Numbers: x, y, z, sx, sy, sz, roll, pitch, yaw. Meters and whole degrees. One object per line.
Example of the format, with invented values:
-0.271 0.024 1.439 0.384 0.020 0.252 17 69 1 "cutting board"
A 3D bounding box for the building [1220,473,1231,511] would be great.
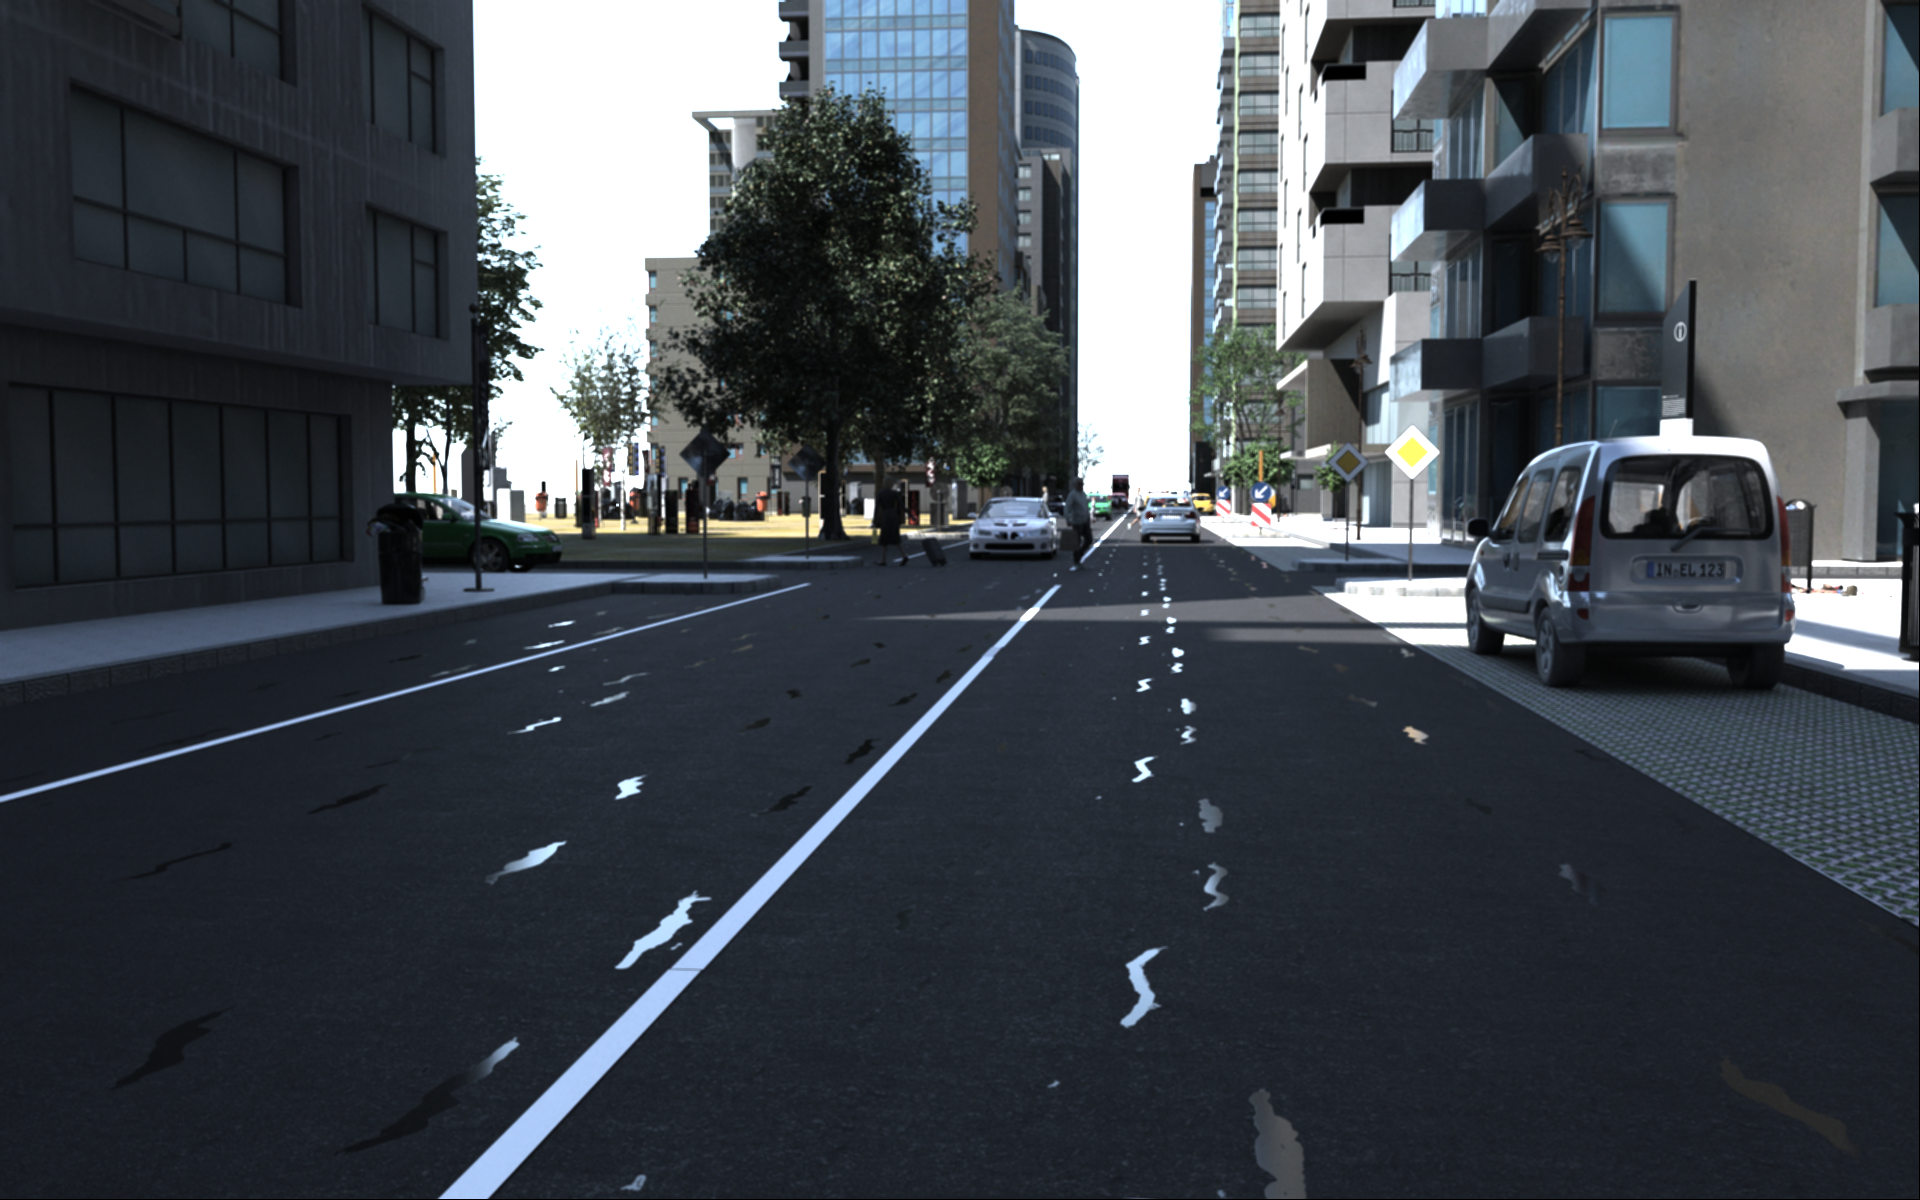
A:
37.462 -27.297 138.187 32.217 40.220 23.993 0 4 6 "building"

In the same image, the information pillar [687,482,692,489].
-16.859 -6.346 108.254 0.304 2.012 0.304 1 4 13 "information pillar"

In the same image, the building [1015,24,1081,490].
4.114 -41.491 220.382 21.231 58.520 28.212 0 4 6 "building"

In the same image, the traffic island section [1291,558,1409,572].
7.435 -0.668 33.199 2.009 0.180 2.903 0 4 6 "traffic island section"

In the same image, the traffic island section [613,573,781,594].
-3.899 -0.251 26.385 2.009 0.180 2.903 0 4 6 "traffic island section"

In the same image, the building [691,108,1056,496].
-7.096 -29.005 166.114 32.217 40.220 23.993 0 4 6 "building"

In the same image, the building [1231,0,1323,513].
26.023 -26.708 120.268 14.154 41.232 14.086 0 4 6 "building"

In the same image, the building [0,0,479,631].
-14.332 -20.635 20.970 14.086 41.232 14.154 0 4 6 "building"

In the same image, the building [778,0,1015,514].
-3.727 -28.521 116.428 14.600 45.320 14.200 0 4 6 "building"

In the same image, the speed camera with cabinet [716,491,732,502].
-14.167 -6.483 100.336 2.038 3.252 0.660 -3 5 -44 "speed camera with cabinet"

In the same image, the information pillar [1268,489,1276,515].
18.975 -6.981 105.487 0.504 3.616 0.183 0 4 -8 "information pillar"

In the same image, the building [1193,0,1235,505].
39.382 -54.495 203.661 22.319 86.520 31.000 0 4 6 "building"

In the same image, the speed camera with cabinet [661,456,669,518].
-15.302 -5.835 89.742 0.660 3.252 2.038 0 4 1 "speed camera with cabinet"

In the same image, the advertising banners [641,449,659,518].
-11.987 -4.435 68.700 0.090 3.025 2.074 2 4 29 "advertising banners"

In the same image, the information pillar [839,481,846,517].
-6.572 -5.651 96.886 0.304 2.012 0.304 -2 4 -29 "information pillar"

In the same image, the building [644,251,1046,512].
-7.722 -18.003 139.385 27.650 21.520 28.899 0 4 6 "building"

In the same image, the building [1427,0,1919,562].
25.850 -25.722 40.163 30.456 49.044 23.786 0 4 6 "building"

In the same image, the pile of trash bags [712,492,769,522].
-9.912 -4.378 81.333 1.912 1.369 3.447 -2 4 -34 "pile of trash bags"

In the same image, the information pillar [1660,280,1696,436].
7.954 -1.704 19.219 0.183 3.616 0.504 -1 4 -12 "information pillar"

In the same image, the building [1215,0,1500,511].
35.884 -33.418 166.000 23.786 49.044 30.456 0 4 6 "building"

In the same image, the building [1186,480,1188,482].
44.815 -38.515 249.324 23.786 49.044 30.456 0 4 6 "building"

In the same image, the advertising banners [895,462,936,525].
-1.932 -4.595 71.324 2.074 3.025 0.090 0 4 -1 "advertising banners"

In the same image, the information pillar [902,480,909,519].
-2.819 -5.205 89.592 0.304 2.012 0.304 2 4 25 "information pillar"

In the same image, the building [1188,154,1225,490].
37.329 -35.334 227.825 14.600 45.320 14.200 0 4 6 "building"

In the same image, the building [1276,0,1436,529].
28.347 -29.679 74.484 28.713 52.752 27.495 0 4 6 "building"

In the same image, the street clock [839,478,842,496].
-5.426 -4.427 76.950 0.358 2.002 0.471 -1 4 -18 "street clock"

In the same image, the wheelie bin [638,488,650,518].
-17.042 -5.250 93.742 0.980 1.594 0.693 -1 4 -20 "wheelie bin"

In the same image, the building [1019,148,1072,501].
5.561 -31.555 199.525 14.154 41.232 14.086 0 4 6 "building"

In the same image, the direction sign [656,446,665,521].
-14.194 -5.509 82.070 0.379 3.537 0.876 -3 4 -37 "direction sign"

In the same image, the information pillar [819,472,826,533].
-4.432 -3.193 56.694 0.304 2.012 0.304 1 4 10 "information pillar"

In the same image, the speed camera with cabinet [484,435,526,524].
-15.053 -3.848 57.256 0.660 3.252 2.038 -3 4 -38 "speed camera with cabinet"

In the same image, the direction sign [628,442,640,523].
-14.228 -5.112 75.578 0.379 3.537 0.876 -3 5 -43 "direction sign"

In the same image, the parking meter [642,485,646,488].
-20.252 -6.469 111.471 0.255 1.863 0.399 1 4 9 "parking meter"

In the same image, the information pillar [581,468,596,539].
-10.606 -2.750 49.449 0.304 2.012 0.304 1 4 12 "information pillar"

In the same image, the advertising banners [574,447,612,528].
-13.837 -4.230 65.350 2.074 3.025 0.090 2 4 35 "advertising banners"

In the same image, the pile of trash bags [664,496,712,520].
-13.358 -4.757 87.524 3.447 1.369 1.912 1 4 15 "pile of trash bags"

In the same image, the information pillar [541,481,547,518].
-22.598 -5.477 94.040 0.304 2.012 0.304 -1 4 -13 "information pillar"

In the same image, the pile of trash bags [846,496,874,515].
-5.567 -5.904 106.282 3.447 1.369 1.912 -2 4 -29 "pile of trash bags"

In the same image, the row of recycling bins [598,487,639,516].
-19.091 -5.658 99.623 3.534 1.692 1.069 -1 4 -22 "row of recycling bins"

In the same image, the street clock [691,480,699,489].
-13.620 -5.168 89.073 0.358 2.002 0.471 1 4 18 "street clock"

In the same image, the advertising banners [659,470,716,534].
-8.789 -3.698 56.651 2.074 3.025 0.090 -3 4 -36 "advertising banners"

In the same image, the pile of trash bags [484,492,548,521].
-21.478 -4.468 82.811 3.447 1.369 1.912 -1 4 -23 "pile of trash bags"

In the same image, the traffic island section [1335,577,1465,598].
6.582 -0.182 25.259 2.009 0.180 2.903 0 4 6 "traffic island section"

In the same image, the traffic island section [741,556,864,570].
-3.046 -0.737 34.325 2.009 0.180 2.903 0 4 6 "traffic island section"

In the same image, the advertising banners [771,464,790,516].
-10.708 -6.534 103.019 0.090 3.025 2.074 2 4 27 "advertising banners"

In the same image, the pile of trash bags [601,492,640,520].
-17.210 -4.741 87.263 1.912 1.369 3.447 1 4 23 "pile of trash bags"
